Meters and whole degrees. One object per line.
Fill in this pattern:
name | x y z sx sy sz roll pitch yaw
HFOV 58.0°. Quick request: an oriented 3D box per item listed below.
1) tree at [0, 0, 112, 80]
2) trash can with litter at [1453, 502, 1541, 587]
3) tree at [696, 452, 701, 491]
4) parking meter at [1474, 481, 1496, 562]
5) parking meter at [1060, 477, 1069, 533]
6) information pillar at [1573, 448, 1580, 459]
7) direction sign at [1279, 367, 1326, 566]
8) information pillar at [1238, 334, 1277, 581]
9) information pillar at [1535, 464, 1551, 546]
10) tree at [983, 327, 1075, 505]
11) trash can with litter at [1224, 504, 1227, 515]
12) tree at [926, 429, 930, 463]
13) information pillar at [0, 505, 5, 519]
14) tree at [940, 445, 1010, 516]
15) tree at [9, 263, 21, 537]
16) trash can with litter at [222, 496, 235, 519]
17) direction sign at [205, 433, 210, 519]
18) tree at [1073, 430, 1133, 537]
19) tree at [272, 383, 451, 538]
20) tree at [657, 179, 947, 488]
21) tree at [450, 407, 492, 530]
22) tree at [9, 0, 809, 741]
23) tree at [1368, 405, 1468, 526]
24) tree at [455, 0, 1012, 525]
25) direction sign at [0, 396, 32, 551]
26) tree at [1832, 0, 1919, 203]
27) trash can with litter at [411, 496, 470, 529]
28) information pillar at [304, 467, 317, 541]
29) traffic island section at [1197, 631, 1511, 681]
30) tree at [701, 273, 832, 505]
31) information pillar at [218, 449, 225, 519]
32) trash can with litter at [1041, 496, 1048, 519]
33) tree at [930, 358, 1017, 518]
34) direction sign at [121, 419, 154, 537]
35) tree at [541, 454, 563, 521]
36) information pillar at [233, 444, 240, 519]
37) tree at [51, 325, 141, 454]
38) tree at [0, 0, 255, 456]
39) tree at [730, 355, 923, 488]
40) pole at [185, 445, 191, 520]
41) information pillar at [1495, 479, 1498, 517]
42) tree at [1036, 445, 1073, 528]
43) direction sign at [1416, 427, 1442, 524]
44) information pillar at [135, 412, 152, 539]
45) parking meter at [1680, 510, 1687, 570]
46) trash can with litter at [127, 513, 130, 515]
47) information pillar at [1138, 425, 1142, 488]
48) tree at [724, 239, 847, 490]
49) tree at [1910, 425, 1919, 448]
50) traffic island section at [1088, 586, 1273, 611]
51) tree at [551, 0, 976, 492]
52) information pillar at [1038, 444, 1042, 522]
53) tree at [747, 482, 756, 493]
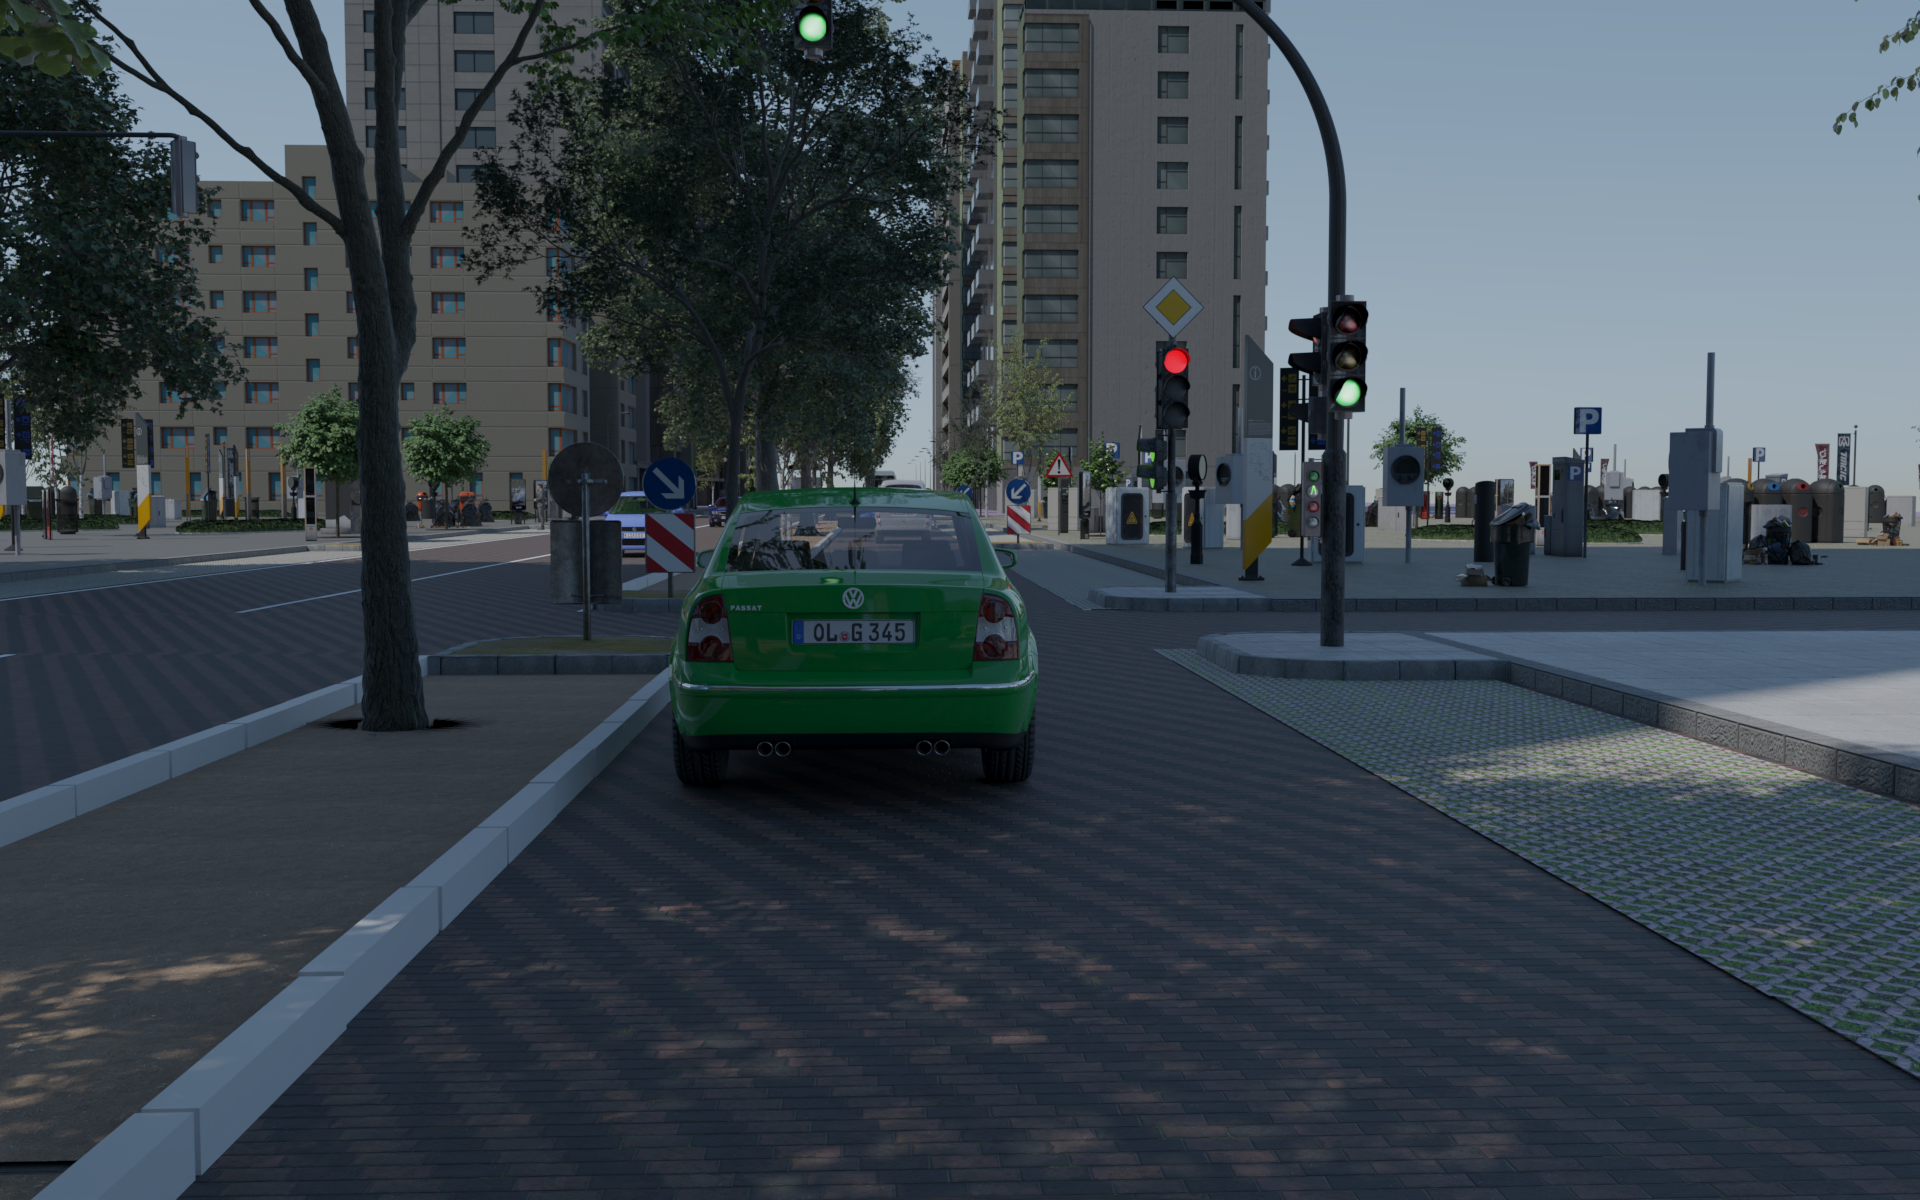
tree | -2.716 -4.952 1.545 7.486 12.596 7.792 0 3 0
trash can with litter | 7.467 -0.777 24.088 1.055 1.170 0.624 0 4 -5
tree | -24.754 -13.596 172.656 4.737 8.622 4.395 0 3 0
parking meter | 9.917 -1.488 32.738 0.372 1.533 0.369 0 3 0
parking meter | 3.390 -3.117 56.682 0.255 1.863 0.399 -1 4 -12
information pillar | 31.349 -5.923 88.195 0.504 3.616 0.183 -2 4 -34
direction sign | 6.126 -2.382 30.939 0.876 3.537 0.379 2 4 27
information pillar | 4.398 -2.096 25.622 0.504 3.616 0.183 -2 4 -27
information pillar | 14.334 -2.332 42.622 0.304 2.012 0.304 0 4 3
tree | 2.983 -7.687 76.046 4.737 8.622 4.395 0 3 0
trash can with litter | 9.113 -2.735 56.108 1.055 1.170 0.624 0 4 1
tree | -1.613 -14.147 181.668 4.360 8.622 3.978 0 3 0
information pillar | -38.396 -4.770 69.348 0.183 3.616 0.504 -3 5 -44
tree | 1.143 -7.150 100.618 4.285 4.588 4.351 0 3 0
tree | -28.090 -6.200 51.735 4.737 8.622 4.395 0 3 0
trash can with litter | -31.132 -3.791 73.040 2.233 1.210 1.678 0 4 8
direction sign | -28.254 -4.471 65.100 0.379 3.537 0.876 -2 4 -32
tree | 4.386 -3.526 52.257 1.663 3.219 1.824 0 3 0
tree | -18.201 -4.098 50.716 4.285 4.588 4.351 0 3 0
tree | -5.272 -8.544 59.158 9.611 12.733 9.660 0 3 0
tree | -18.309 -4.764 61.606 4.285 4.588 4.351 0 3 0
tree | -3.567 -5.023 10.333 9.928 11.665 9.643 0 3 0
tree | 16.614 -4.857 63.133 4.285 4.588 4.351 0 3 0
tree | -3.572 -5.460 26.138 8.767 10.594 7.601 0 4 -3
direction sign | -21.465 -2.886 39.175 0.876 3.537 0.379 -3 5 -42
tree | 6.475 -3.663 10.250 4.360 8.622 3.978 0 3 0
trash can with litter | -19.605 -3.314 65.244 2.233 1.210 1.678 -1 4 -23
information pillar | -17.707 -2.613 47.212 0.304 2.012 0.304 -1 4 -21
traffic island section | 3.159 0.466 14.664 2.009 0.180 2.903 0 4 -3
tree | -4.977 -5.954 50.168 4.737 8.622 4.395 0 3 0
information pillar | -38.316 -6.026 89.878 0.183 3.616 0.504 -3 5 -44
trash can with litter | 4.600 -4.830 90.364 0.624 1.170 1.055 1 4 18
tree | 1.200 -8.725 93.012 4.360 8.622 3.978 0 3 0
direction sign | -24.787 -3.686 52.264 0.876 3.537 0.379 -2 4 -26
tree | -19.458 -5.468 83.997 1.663 3.219 1.824 0 3 0
information pillar | -34.170 -5.531 81.781 0.183 3.616 0.504 0 4 -5
tree | -33.480 -7.067 65.903 4.360 8.622 3.978 0 3 0
tree | -16.936 -6.845 28.932 9.611 12.733 9.660 0 3 0
tree | -6.939 -10.348 82.010 12.009 13.543 11.850 0 3 0
pole | -31.991 -4.765 71.749 0.158 3.312 0.155 0 3 0
information pillar | 26.046 -4.849 83.767 0.304 2.012 0.304 0 4 -1
tree | 3.557 -4.388 66.353 1.663 3.219 1.824 0 3 0
direction sign | 15.949 -4.098 58.993 0.876 3.537 0.379 0 4 -7
information pillar | -23.269 -3.548 49.364 0.504 3.616 0.183 2 4 26
parking meter | 12.367 -1.272 29.210 0.372 1.533 0.369 0 3 0
trash can with litter | -41.209 -4.600 86.591 0.624 1.170 1.055 3 5 44
information pillar | 6.045 -4.091 58.247 0.183 3.616 0.504 1 4 11
tree | -4.490 -5.576 43.979 4.360 8.622 3.978 0 3 0
tree | 26.972 -3.789 45.666 4.285 4.588 4.351 0 3 0
traffic island section | 2.776 -0.022 22.640 2.009 0.180 2.903 0 4 -3
tree | -4.033 -7.781 36.325 9.857 13.997 8.962 0 3 0
information pillar | 3.715 -5.485 81.031 0.183 3.616 0.504 0 4 -4
tree | -26.094 -13.488 215.127 1.663 3.219 1.824 0 3 0
